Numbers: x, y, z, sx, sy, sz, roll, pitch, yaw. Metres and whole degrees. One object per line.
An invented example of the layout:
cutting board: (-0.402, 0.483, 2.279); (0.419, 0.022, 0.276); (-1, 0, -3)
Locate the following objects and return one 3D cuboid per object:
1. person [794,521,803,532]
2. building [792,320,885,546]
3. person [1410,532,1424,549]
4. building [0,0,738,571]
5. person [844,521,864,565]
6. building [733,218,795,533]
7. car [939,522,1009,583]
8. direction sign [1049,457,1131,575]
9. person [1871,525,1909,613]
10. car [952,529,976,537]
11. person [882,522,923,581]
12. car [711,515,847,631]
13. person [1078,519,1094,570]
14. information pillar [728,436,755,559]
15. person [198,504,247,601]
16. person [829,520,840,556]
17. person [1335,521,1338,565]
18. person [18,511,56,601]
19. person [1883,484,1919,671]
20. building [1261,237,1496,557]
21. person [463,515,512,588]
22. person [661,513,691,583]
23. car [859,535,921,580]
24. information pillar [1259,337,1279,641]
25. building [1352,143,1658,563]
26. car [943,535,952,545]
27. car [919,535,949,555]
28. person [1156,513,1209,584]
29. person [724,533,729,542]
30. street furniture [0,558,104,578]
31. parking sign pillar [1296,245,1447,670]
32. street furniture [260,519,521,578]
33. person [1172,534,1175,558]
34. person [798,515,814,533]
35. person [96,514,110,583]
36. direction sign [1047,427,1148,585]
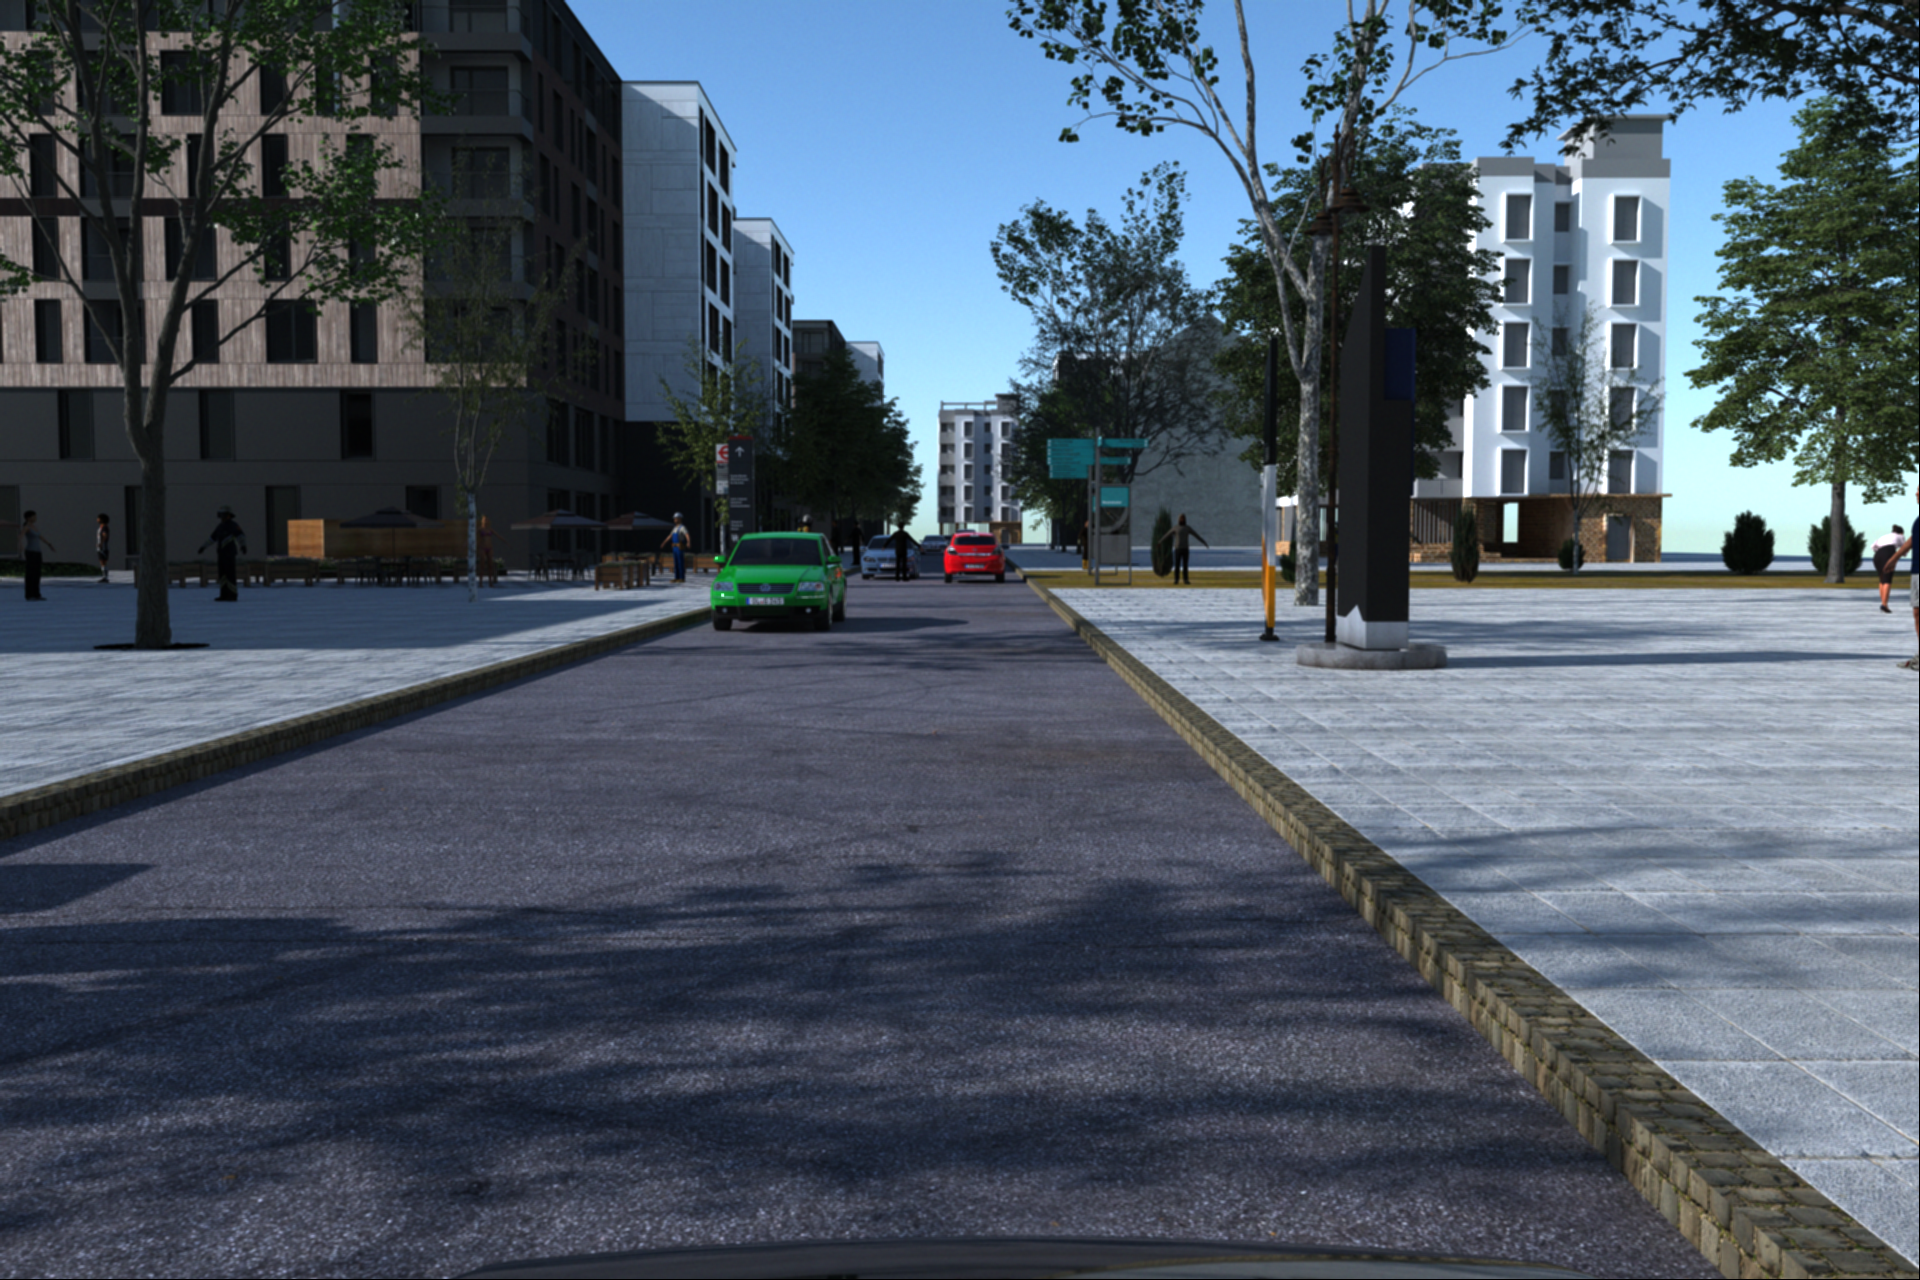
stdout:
person: (-6.510, -3.950, 70.767); (1.347, 1.806, 0.705); (0, 4, 5)
building: (-22.640, -20.665, 181.853); (27.936, 21.610, 32.646); (0, 4, 0)
person: (11.736, -2.458, 46.465); (1.348, 1.796, 0.705); (2, 4, 24)
building: (-25.723, -14.210, 76.301); (27.936, 21.610, 32.646); (0, 4, 0)
person: (-4.284, -3.984, 71.080); (0.705, 1.837, 1.347); (2, 4, 31)
building: (-26.165, -16.287, 110.261); (27.936, 21.610, 32.646); (0, 4, 1)
car: (0.425, -2.632, 52.078); (2.155, 1.783, 4.494); (0, 3, 0)
direction sign: (4.026, -3.936, 53.117); (2.525, 3.948, 1.411); (0, 4, 0)
person: (15.235, -1.167, 28.318); (0.628, 1.438, 0.799); (1, 4, 17)
car: (0.482, -7.684, 134.299); (2.281, 1.827, 5.304); (0, 4, 1)
person: (-1.764, -2.680, 52.458); (1.347, 1.806, 0.705); (1, 4, 21)
car: (-2.781, -1.120, 27.107); (1.959, 1.807, 4.718); (0, 4, 0)
person: (4.622, -3.456, 62.647); (0.704, 1.812, 1.346); (3, 5, 39)
information pillar: (-5.813, -3.473, 46.166); (0.750, 3.857, 0.750); (0, 4, 0)
person: (-14.011, -1.662, 33.034); (1.351, 1.845, 0.704); (2, 4, 31)
person: (-4.552, -3.474, 63.020); (0.704, 1.802, 1.346); (0, 4, 7)
person: (15.797, -4.055, 72.273); (0.705, 1.833, 1.349); (0, 4, 0)
person: (-17.822, -1.628, 33.430); (0.721, 1.737, 1.217); (0, 4, 1)
person: (9.107, -0.623, 16.354); (0.704, 1.807, 1.345); (0, 4, 7)
building: (24.313, -15.459, 109.182); (16.016, 20.090, 11.380); (0, 4, 0)
person: (-11.339, -2.123, 41.508); (1.217, 1.733, 0.721); (-3, 4, -37)
person: (-7.437, -2.435, 45.671); (0.705, 1.847, 1.347); (-3, 5, -42)
car: (-2.220, -2.699, 56.127); (2.014, 1.417, 4.499); (0, 4, 0)
information pillar: (3.737, -1.807, 20.893); (0.183, 3.616, 0.504); (0, 4, 1)
building: (25.802, -14.314, 90.452); (16.016, 20.090, 11.380); (0, 4, 1)
car: (-0.999, -8.002, 143.416); (1.945, 1.354, 3.894); (0, 4, 1)
car: (-1.813, -6.709, 122.053); (2.083, 1.381, 4.827); (0, 4, 0)
person: (5.683, -2.337, 44.337); (1.348, 1.813, 0.705); (0, 4, -2)
person: (-9.326, -4.023, 72.242); (1.216, 1.772, 0.721); (1, 4, 19)
street furniture: (-30.549, -2.332, 53.759); (5.734, 0.657, 10.072); (-3, 4, -37)
parking sign pillar: (4.038, -1.739, 16.902); (1.447, 3.967, 1.447); (0, 4, 0)
street furniture: (-18.771, -2.836, 53.216); (9.812, 1.723, 11.010); (-2, 4, -33)
person: (8.859, -3.919, 73.345); (0.599, 1.433, 0.991); (0, 4, -7)
person: (-4.555, -2.833, 52.088); (0.705, 1.858, 1.354); (-1, 4, -21)
person: (-22.655, -2.422, 45.744); (0.704, 1.843, 1.345); (-2, 4, -28)
direction sign: (3.430, -3.301, 42.731); (2.525, 3.948, 1.411); (0, 4, 0)
